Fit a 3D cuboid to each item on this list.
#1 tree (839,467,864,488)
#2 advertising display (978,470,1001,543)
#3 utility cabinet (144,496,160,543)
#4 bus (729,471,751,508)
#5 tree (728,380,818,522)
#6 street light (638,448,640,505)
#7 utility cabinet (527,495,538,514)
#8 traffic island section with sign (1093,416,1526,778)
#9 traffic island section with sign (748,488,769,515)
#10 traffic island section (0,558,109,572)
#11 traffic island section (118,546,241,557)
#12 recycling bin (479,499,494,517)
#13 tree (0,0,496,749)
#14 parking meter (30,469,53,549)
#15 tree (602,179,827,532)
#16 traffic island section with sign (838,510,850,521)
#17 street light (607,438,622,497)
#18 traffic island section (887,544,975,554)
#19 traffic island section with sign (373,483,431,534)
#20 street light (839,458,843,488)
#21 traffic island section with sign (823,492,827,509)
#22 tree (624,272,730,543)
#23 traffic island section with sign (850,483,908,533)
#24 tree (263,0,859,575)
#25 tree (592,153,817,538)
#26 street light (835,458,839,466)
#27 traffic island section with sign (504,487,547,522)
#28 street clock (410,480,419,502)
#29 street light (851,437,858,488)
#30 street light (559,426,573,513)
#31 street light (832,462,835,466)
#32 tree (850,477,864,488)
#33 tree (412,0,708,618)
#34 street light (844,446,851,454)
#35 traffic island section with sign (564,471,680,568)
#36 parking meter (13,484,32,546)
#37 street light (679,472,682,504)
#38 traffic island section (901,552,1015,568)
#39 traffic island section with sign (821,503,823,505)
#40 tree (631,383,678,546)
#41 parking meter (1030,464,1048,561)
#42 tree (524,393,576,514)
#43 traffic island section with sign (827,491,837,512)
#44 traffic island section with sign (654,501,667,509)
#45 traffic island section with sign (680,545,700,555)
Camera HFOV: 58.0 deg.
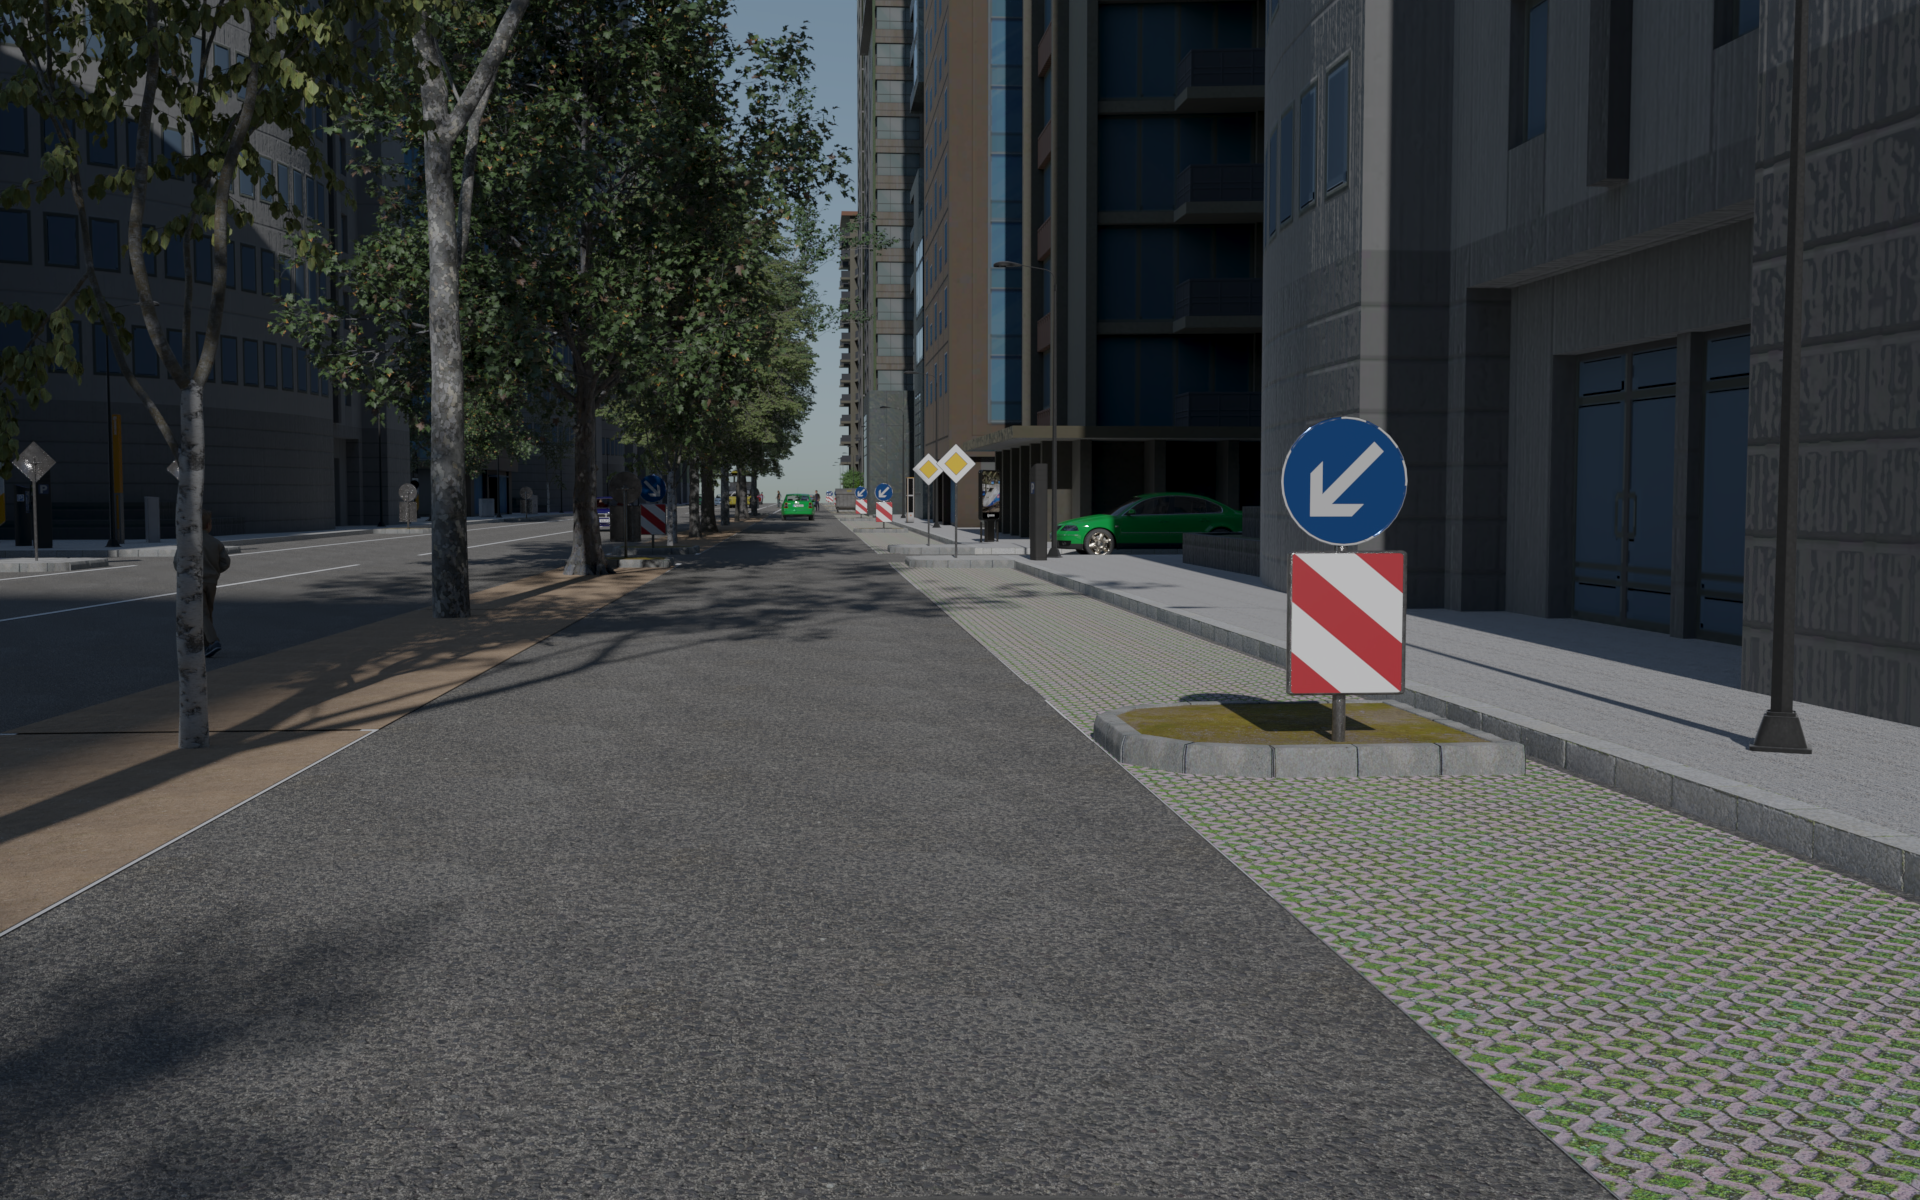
[{"bbox_3d":[-12.701,-13.512,204.640,4.285,4.588,4.351,0,3,0],"label":"tree"},{"bbox_3d":[0.785,-2.505,46.171,0.123,1.923,0.974,2,4,32],"label":"advertising display"},{"bbox_3d":[-21.451,-2.132,46.021,0.306,1.237,1.020,-2,4,-29],"label":"utility cabinet"},{"bbox_3d":[-22.481,-11.461,178.933,2.896,3.916,12.252,0,4,-4],"label":"bus"},{"bbox_3d":[-11.548,-9.307,89.044,8.767,10.594,7.601,0,4,-5],"label":"tree"},{"bbox_3d":[-31.122,-12.103,170.424,1.470,5.913,1.316,0,4,-5],"label":"street light"},{"bbox_3d":[-27.152,-6.036,109.854,0.306,1.237,1.020,1,4,14],"label":"utility cabinet"},{"bbox_3d":[1.801,-0.062,9.647,1.989,1.847,2.006,0,4,-5],"label":"traffic island section with sign"},{"bbox_3d":[-13.874,-6.637,116.648,2.006,1.907,1.989,0,4,-5],"label":"traffic island section with sign"},{"bbox_3d":[-17.734,-0.669,33.221,2.009,0.180,2.903,0,4,-5],"label":"traffic island section"},{"bbox_3d":[-18.426,-1.156,41.177,2.009,0.180,2.903,0,4,-5],"label":"traffic island section"},{"bbox_3d":[-26.075,-5.066,95.383,0.722,1.027,0.722,-2,4,-24],"label":"recycling bin"},{"bbox_3d":[-4.373,-3.480,9.724,4.737,8.622,4.395,0,3,0],"label":"tree"},{"bbox_3d":[-21.690,-2.151,40.883,0.255,1.863,0.399,3,5,39],"label":"parking meter"},{"bbox_3d":[-9.430,-9.515,64.678,9.857,13.997,8.962,0,3,0],"label":"tree"},{"bbox_3d":[-5.369,-5.092,91.881,1.989,1.847,2.006,0,4,-5],"label":"traffic island section with sign"},{"bbox_3d":[-28.684,-10.468,143.689,1.470,5.913,1.316,0,4,-5],"label":"street light"},{"bbox_3d":[-0.751,-1.249,42.704,2.009,0.180,2.903,0,4,-5],"label":"traffic island section"},{"bbox_3d":[-20.404,-3.375,63.817,1.989,1.847,2.006,0,4,-5],"label":"traffic island section with sign"},{"bbox_3d":[-12.428,-13.510,193.424,1.470,5.913,1.316,0,4,-5],"label":"street light"},{"bbox_3d":[-12.072,-9.809,169.009,1.989,1.847,2.006,0,4,-5],"label":"traffic island section with sign"},{"bbox_3d":[-8.202,-5.917,49.563,4.360,8.622,3.978,0,3,0],"label":"tree"},{"bbox_3d":[-2.972,-3.416,64.485,1.989,1.847,2.006,0,4,-5],"label":"traffic island section with sign"},{"bbox_3d":[-6.613,-6.778,30.288,9.611,12.733,9.660,0,3,0],"label":"tree"},{"bbox_3d":[-8.543,-8.283,56.010,7.486,12.596,7.792,0,3,0],"label":"tree"},{"bbox_3d":[-15.136,-15.395,224.256,1.470,5.913,1.316,0,4,-5],"label":"street light"},{"bbox_3d":[-22.761,-5.029,90.849,1.989,1.847,2.006,0,4,-5],"label":"traffic island section with sign"},{"bbox_3d":[-28.043,-5.168,89.063,0.471,2.002,0.358,-1,4,-20],"label":"street clock"},{"bbox_3d":[-7.907,-10.328,141.398,1.470,5.913,1.316,0,4,-5],"label":"street light"},{"bbox_3d":[-26.448,-8.846,117.168,1.470,5.913,1.316,0,4,-5],"label":"street light"},{"bbox_3d":[-19.648,-18.578,276.283,1.470,5.913,1.316,0,4,-5],"label":"street light"},{"bbox_3d":[-11.698,-12.660,201.587,1.663,3.219,1.824,0,3,0],"label":"tree"},{"bbox_3d":[-4.609,-9.808,18.710,12.611,20.169,13.585,0,3,0],"label":"tree"},{"bbox_3d":[-10.194,-11.919,167.409,1.470,5.913,1.316,0,4,-5],"label":"street light"},{"bbox_3d":[-6.718,-1.607,34.411,2.006,1.907,1.989,0,4,-5],"label":"traffic island section with sign"},{"bbox_3d":[-23.078,-2.094,42.651,0.372,1.533,0.369,0,3,0],"label":"parking meter"},{"bbox_3d":[-35.994,-15.520,226.298,1.470,5.913,1.316,0,4,-5],"label":"street light"},{"bbox_3d":[-0.059,-0.763,34.749,2.009,0.180,2.903,0,4,-5],"label":"traffic island section"},{"bbox_3d":[-16.883,-13.187,224.238,1.989,1.847,2.006,0,4,-5],"label":"traffic island section with sign"},{"bbox_3d":[-7.588,-5.635,44.959,4.737,8.622,4.395,0,3,0],"label":"tree"},{"bbox_3d":[1.521,-1.699,33.496,0.255,1.863,0.399,-1,4,-15],"label":"parking meter"},{"bbox_3d":[-26.783,-9.972,113.412,4.360,8.622,3.978,0,3,0],"label":"tree"},{"bbox_3d":[-9.734,-8.167,142.155,1.989,1.847,2.006,0,4,-5],"label":"traffic island section with sign"},{"bbox_3d":[-29.439,-9.720,167.556,1.989,1.847,2.006,0,4,-5],"label":"traffic island section with sign"},{"bbox_3d":[-7.351,-2.058,41.792,2.006,1.907,1.989,0,4,-5],"label":"traffic island section with sign"}]
